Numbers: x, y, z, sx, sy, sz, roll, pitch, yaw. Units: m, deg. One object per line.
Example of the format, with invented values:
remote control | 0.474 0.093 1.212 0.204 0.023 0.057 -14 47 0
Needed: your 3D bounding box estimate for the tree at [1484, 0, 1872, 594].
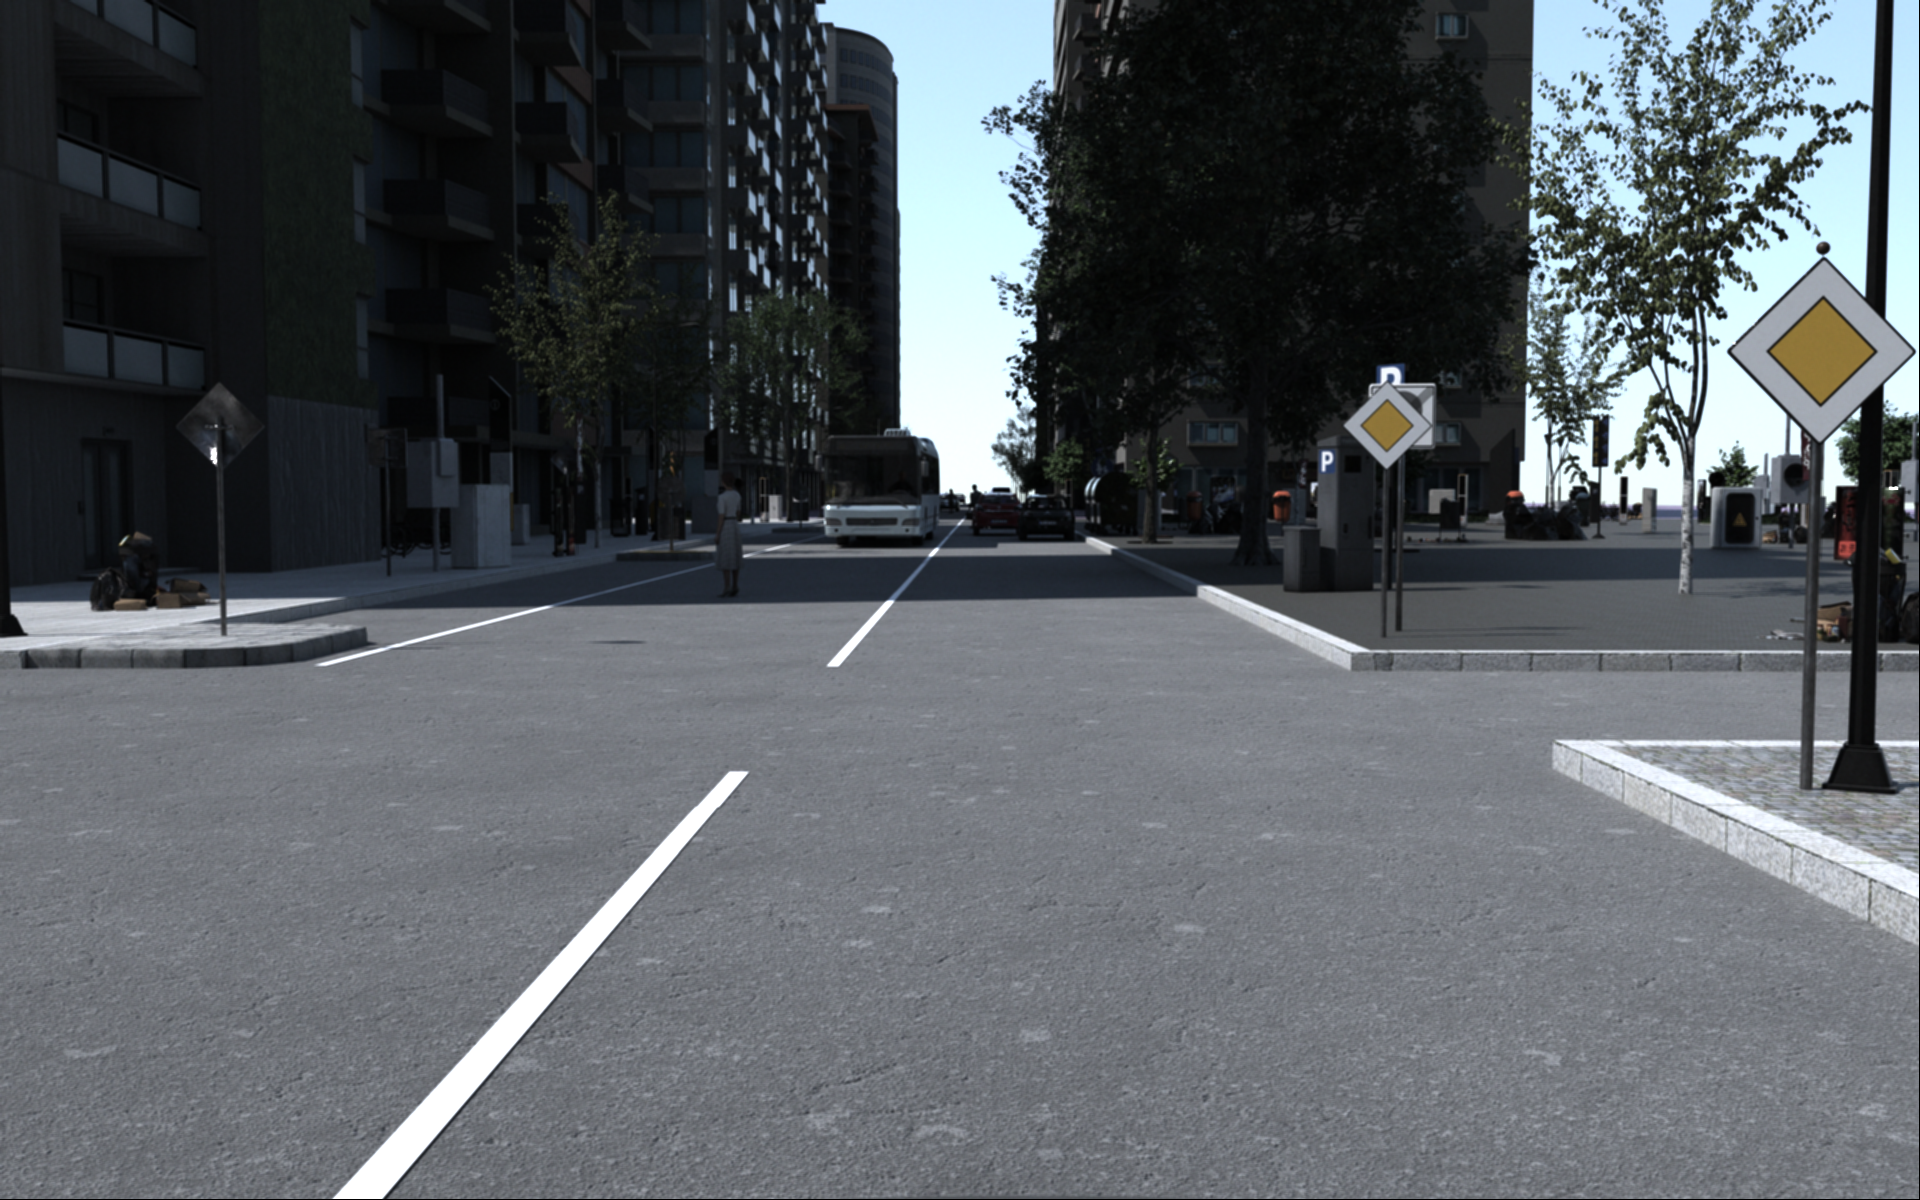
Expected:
tree | 9.116 -4.388 22.106 4.737 8.622 4.395 0 3 0

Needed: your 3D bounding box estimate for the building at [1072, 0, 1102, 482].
building | 19.591 -28.881 126.826 22.147 44.769 28.867 0 4 1

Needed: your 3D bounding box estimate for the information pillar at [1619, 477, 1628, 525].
information pillar | 27.789 -4.161 72.532 0.304 2.012 0.304 1 4 17

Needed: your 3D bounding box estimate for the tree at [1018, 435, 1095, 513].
tree | 6.302 -6.849 95.701 4.285 4.588 4.351 0 3 0

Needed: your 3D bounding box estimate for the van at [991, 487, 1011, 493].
van | 3.737 -9.523 160.085 2.240 2.365 5.245 0 4 -1

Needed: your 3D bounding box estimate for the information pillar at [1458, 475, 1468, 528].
information pillar | 18.947 -3.717 65.263 0.304 2.012 0.304 2 4 29

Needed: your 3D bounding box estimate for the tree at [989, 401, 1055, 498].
tree | 6.585 -14.651 173.951 8.767 10.594 7.601 2 4 27

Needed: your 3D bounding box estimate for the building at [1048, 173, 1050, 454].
building | 17.708 -34.065 207.072 14.600 45.320 14.200 0 4 1

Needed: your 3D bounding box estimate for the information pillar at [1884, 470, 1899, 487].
information pillar | 28.635 -2.985 53.293 0.304 2.012 0.304 -1 4 -14

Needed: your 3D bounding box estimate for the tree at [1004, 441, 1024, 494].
tree | 7.763 -17.736 240.345 4.360 8.622 3.978 0 3 0

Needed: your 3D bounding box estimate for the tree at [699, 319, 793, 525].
tree | -8.730 -7.454 72.239 4.360 8.622 3.978 0 3 0

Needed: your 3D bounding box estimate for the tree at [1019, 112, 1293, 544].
tree | 5.043 -7.267 44.566 9.928 11.665 9.643 0 3 0

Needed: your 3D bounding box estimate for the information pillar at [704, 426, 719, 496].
information pillar | -8.462 -4.142 59.083 0.504 3.616 0.183 0 4 -7

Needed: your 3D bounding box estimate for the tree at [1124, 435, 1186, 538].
tree | 5.741 -3.441 50.864 1.663 3.219 1.824 0 3 0

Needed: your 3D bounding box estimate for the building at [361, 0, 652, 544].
building | -22.611 -24.601 56.849 22.147 44.769 28.867 0 4 1

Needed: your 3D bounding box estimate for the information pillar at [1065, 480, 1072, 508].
information pillar | 5.468 -5.067 87.336 0.304 2.012 0.304 0 4 -1

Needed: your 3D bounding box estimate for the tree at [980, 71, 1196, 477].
tree | 7.126 -13.444 75.701 12.611 20.169 13.585 0 3 0

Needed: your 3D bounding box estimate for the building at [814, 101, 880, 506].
building | -20.352 -32.826 191.323 22.147 44.769 28.867 0 4 1

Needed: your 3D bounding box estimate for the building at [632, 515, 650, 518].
building | -22.940 -29.728 105.660 23.786 49.044 30.456 0 4 1

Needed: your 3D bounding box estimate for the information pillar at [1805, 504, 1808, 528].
information pillar | 23.192 -2.607 47.116 0.304 2.012 0.304 1 4 16

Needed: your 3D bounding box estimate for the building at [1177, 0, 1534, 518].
building | 19.570 -29.168 100.591 21.300 48.544 21.600 0 4 1

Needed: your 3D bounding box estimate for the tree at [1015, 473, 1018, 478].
tree | 6.538 -10.255 151.381 4.285 4.588 4.351 0 3 0

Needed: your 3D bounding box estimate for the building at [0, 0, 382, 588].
building | -18.269 -20.906 25.402 14.154 41.232 14.086 0 4 1

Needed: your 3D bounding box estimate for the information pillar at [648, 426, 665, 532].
information pillar | -10.309 -4.106 58.496 0.504 3.616 0.183 2 4 35

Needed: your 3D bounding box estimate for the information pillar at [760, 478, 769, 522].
information pillar | -8.876 -4.536 78.661 0.304 2.012 0.304 2 4 29

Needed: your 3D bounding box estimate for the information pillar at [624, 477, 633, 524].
information pillar | -14.210 -4.265 74.229 0.304 2.012 0.304 0 4 -5

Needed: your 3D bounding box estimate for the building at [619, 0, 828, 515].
building | -22.303 -31.624 136.664 23.786 49.044 30.456 0 4 1

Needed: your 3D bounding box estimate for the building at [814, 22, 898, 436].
building | -19.038 -41.430 219.374 21.231 58.520 28.212 0 4 1

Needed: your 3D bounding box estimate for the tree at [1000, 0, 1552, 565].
tree | 5.491 -6.986 31.222 9.611 12.733 9.660 0 3 0

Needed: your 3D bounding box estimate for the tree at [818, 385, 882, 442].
tree | -7.250 -9.773 110.154 4.360 8.622 3.978 0 3 0

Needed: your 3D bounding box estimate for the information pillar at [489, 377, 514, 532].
information pillar | -9.154 -2.640 34.525 0.504 3.616 0.183 1 4 19

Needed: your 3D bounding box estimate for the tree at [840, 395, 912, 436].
tree | -7.588 -13.905 161.754 8.767 10.594 7.601 -1 4 -10

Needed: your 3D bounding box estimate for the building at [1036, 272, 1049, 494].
building | 16.717 -27.543 222.027 14.160 30.474 14.107 0 4 1

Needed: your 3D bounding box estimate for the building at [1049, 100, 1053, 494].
building | 20.736 -34.523 188.145 21.300 48.544 21.600 0 4 1

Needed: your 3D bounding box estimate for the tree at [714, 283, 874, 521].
tree | -8.187 -9.697 84.300 9.928 11.665 9.643 0 3 0

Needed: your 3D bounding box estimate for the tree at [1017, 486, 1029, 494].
tree | 8.205 -13.498 215.287 1.663 3.219 1.824 0 3 0

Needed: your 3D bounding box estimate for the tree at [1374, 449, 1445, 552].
tree | 9.654 -2.689 38.570 1.663 3.219 1.824 0 3 0

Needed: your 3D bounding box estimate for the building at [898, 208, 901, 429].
building | -15.620 -34.090 240.962 14.154 41.232 14.086 0 4 1

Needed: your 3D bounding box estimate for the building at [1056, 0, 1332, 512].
building | 19.473 -32.306 151.903 21.300 48.544 21.600 0 4 1

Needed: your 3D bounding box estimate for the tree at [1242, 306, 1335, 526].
tree | 12.402 -6.939 63.813 4.360 8.622 3.978 0 3 0

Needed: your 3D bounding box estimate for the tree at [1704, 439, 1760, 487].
tree | 27.593 -4.089 61.451 1.663 3.219 1.824 0 3 0

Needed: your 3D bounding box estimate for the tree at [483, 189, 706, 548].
tree | -8.885 -5.550 41.111 4.737 8.622 4.395 0 3 0

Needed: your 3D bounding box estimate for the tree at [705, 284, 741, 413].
tree | -8.872 -6.279 53.028 4.737 8.622 4.395 0 3 0

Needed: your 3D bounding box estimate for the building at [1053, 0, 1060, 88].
building | 21.165 -48.937 238.372 20.563 71.187 20.611 0 4 1

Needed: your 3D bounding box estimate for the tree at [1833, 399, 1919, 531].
tree | 31.887 -4.659 59.892 4.285 4.588 4.351 0 3 0

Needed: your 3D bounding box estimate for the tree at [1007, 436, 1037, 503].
tree | 7.229 -15.554 204.663 4.737 8.622 4.395 0 3 0
